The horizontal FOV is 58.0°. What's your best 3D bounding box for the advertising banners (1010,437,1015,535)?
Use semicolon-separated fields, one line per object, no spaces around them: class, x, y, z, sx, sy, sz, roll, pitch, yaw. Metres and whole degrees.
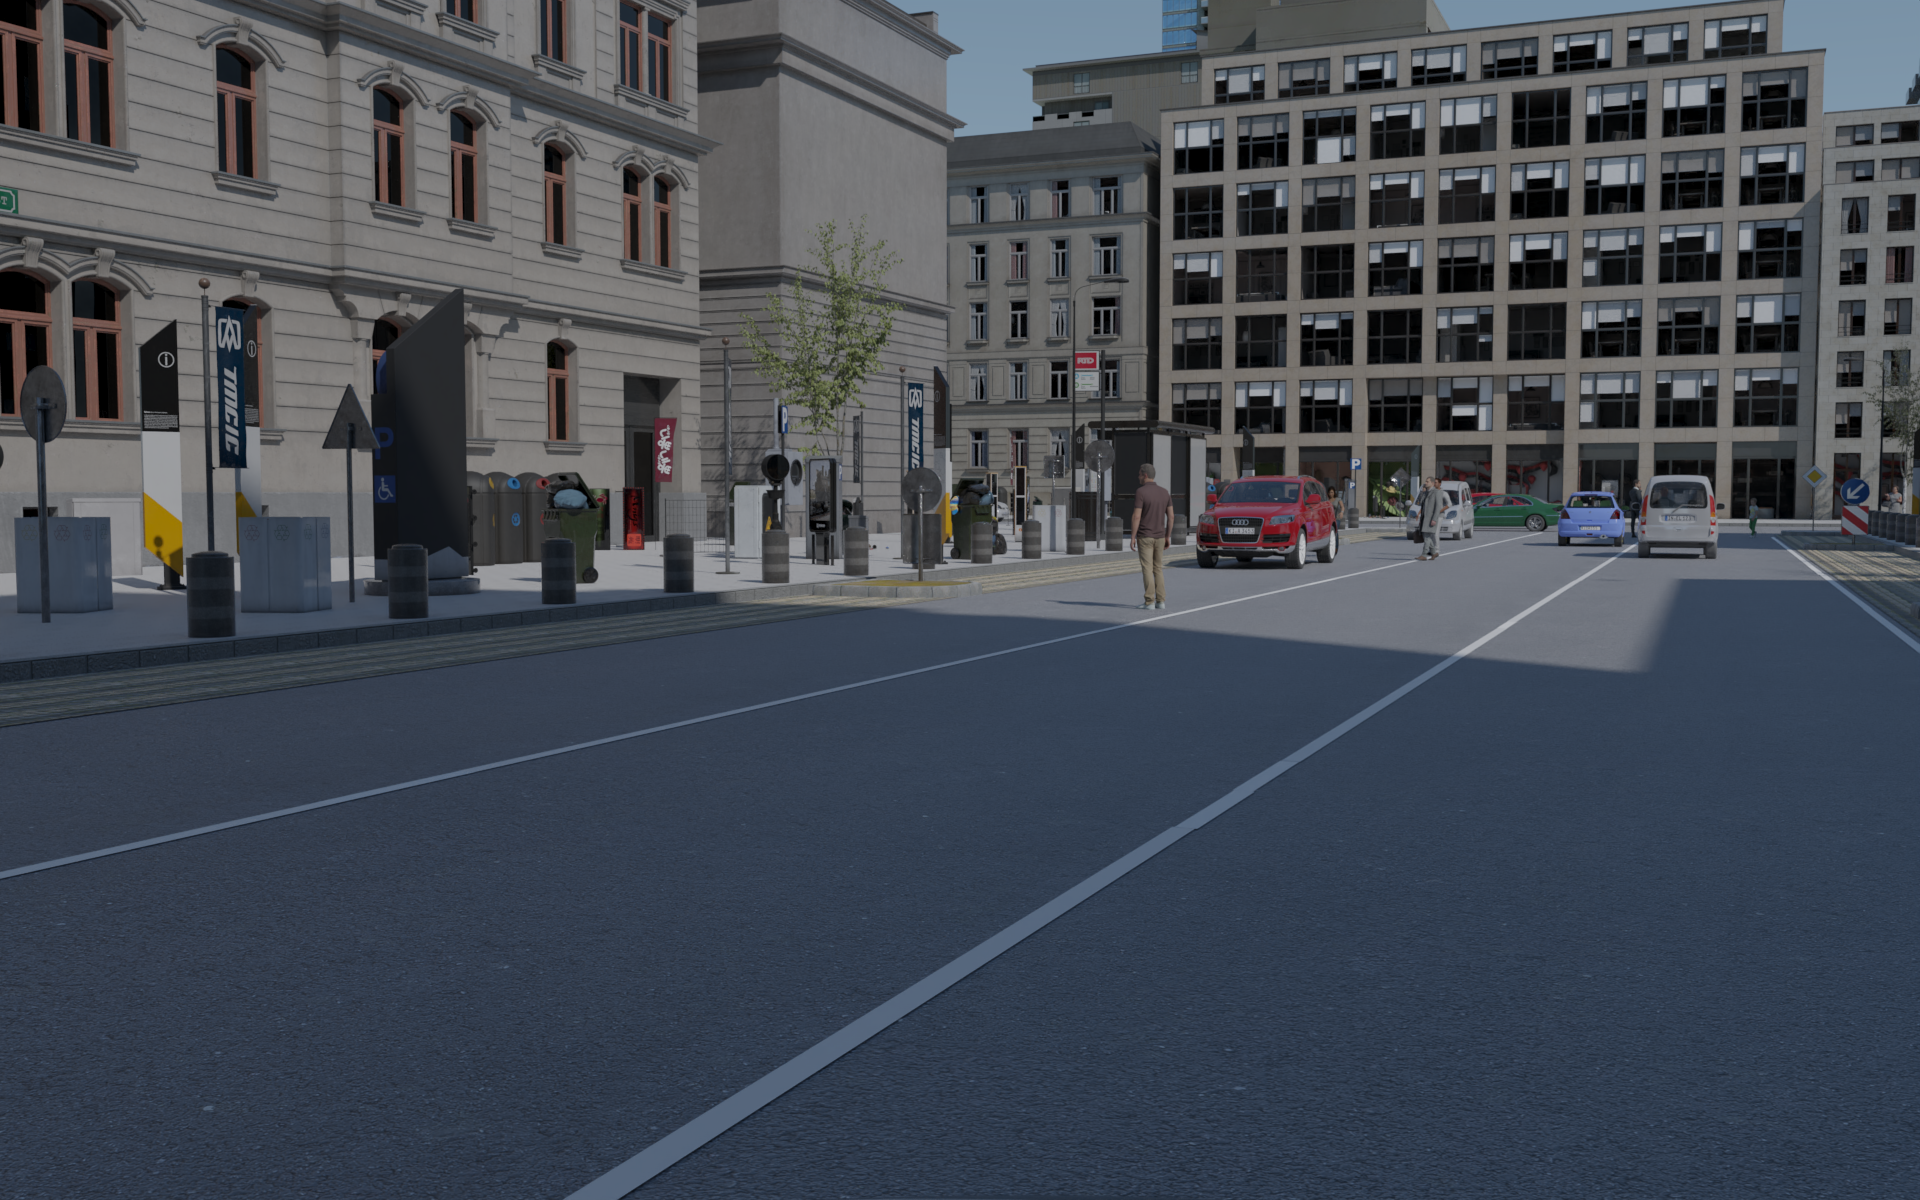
advertising banners;1.724;-3.546;54.172;0.090;3.025;2.074;1;4;10

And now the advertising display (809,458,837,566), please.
advertising display;-2.488;-1.598;31.347;0.123;1.923;0.974;-2;4;-28

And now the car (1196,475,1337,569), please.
car;6.252;-1.607;34.941;2.281;1.827;5.304;1;4;22

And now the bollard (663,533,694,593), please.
bollard;-3.676;-0.484;22.627;0.404;0.777;0.398;0;3;0

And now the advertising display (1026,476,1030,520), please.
advertising display;2.403;-3.489;62.261;0.123;1.923;0.974;0;4;7

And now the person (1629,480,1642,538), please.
person;22.307;-3.002;56.937;0.474;1.900;0.648;-1;4;-19

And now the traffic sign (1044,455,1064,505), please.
traffic sign;2.473;-2.672;45.815;0.606;2.300;0.079;2;4;31

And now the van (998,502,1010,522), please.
van;0.517;-5.033;89.295;4.112;2.044;2.013;2;4;23

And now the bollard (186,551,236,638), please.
bollard;-6.746;-0.054;15.600;0.404;0.777;0.398;0;3;0

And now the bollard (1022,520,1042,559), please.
bollard;1.420;-1.198;34.312;0.404;0.777;0.398;0;3;0

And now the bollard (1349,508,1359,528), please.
bollard;14.717;-3.061;64.768;0.404;0.777;0.398;0;3;0

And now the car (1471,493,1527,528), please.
car;22.457;-3.836;71.755;4.494;1.783;2.155;2;4;25

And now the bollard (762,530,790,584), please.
bollard;-2.657;-0.627;24.961;0.404;0.777;0.398;0;3;0

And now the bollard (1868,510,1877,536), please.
bollard;28.123;-2.341;52.986;0.404;0.777;0.398;0;3;0

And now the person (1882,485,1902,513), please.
person;37.891;-3.768;70.469;0.716;1.782;0.532;3;4;36

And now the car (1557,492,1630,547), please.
car;17.699;-2.378;48.476;1.945;1.707;3.694;1;4;22

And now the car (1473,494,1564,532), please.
car;21.014;-3.392;67.256;4.920;1.459;2.131;2;4;24

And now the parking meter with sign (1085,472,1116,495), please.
parking meter with sign;4.716;-3.986;61.431;1.738;3.016;0.543;1;4;15

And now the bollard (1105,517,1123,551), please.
bollard;3.469;-1.485;39.005;0.404;0.777;0.398;0;3;0

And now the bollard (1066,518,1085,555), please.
bollard;2.445;-1.342;36.655;0.404;0.777;0.398;0;3;0

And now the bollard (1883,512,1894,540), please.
bollard;26.086;-2.055;48.318;0.404;0.777;0.398;0;3;0

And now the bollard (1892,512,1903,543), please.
bollard;25.068;-1.912;45.974;0.404;0.777;0.398;0;3;0

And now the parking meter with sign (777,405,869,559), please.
parking meter with sign;-2.676;-2.317;34.137;1.738;3.016;0.543;0;4;7

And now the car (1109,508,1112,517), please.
car;9.137;-4.016;77.458;4.920;1.459;2.131;2;4;24

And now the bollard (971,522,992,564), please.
bollard;0.400;-1.056;31.978;0.404;0.777;0.398;0;3;0

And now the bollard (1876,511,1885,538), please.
bollard;27.104;-2.198;50.652;0.404;0.777;0.398;0;3;0

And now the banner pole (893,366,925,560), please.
banner pole;-0.979;-2.700;34.164;0.401;3.779;0.863;3;5;40

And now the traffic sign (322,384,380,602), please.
traffic sign;-7.201;-1.250;20.442;0.884;2.594;0.081;2;4;25

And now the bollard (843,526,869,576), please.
bollard;-1.637;-0.770;27.302;0.404;0.777;0.398;0;3;0

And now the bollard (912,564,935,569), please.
bollard;-0.622;-0.913;29.638;0.404;0.777;0.398;0;3;0

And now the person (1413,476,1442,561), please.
person;10.072;-1.757;37.325;0.767;1.812;0.694;-1;4;-20

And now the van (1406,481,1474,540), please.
van;15.257;-2.932;54.948;2.013;2.044;4.112;2;4;24

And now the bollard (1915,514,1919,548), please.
bollard;24.047;-1.769;43.641;0.404;0.777;0.398;0;3;0

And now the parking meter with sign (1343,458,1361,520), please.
parking meter with sign;19.326;-5.464;85.603;0.543;3.016;1.738;0;4;-2

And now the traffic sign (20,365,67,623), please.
traffic sign;-9.115;-1.045;17.199;0.768;2.556;0.104;2;4;30

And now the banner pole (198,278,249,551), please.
banner pole;-8.675;-1.857;20.381;0.401;3.779;0.863;1;4;18

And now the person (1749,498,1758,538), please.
person;25.955;-2.684;56.627;0.590;1.304;0.306;-3;5;-44

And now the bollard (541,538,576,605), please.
bollard;-4.701;-0.341;20.285;0.404;0.777;0.398;0;3;0

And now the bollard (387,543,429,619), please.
bollard;-5.720;-0.198;17.951;0.404;0.777;0.398;0;3;0

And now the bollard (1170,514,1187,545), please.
bollard;5.512;-1.772;43.688;0.404;0.777;0.398;0;3;0

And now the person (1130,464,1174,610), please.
person;2.372;-0.793;21.598;0.598;1.807;0.434;-1;4;-20

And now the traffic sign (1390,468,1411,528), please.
traffic sign;16.599;-3.770;65.274;0.795;2.450;0.064;2;4;23

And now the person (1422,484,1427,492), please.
person;14.029;-2.613;51.943;0.376;1.734;0.841;1;4;20

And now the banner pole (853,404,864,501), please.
banner pole;-2.832;-3.575;48.465;0.401;3.779;0.863;-2;4;-26

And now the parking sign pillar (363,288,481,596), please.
parking sign pillar;-6.951;-2.068;22.291;1.447;3.967;1.447;2;4;25

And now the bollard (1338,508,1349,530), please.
bollard;13.689;-2.917;62.411;0.404;0.777;0.398;0;3;0

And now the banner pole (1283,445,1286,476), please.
banner pole;16.590;-6.039;88.756;0.401;3.779;0.863;0;4;6

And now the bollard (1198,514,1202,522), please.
bollard;6.535;-1.915;46.025;0.404;0.777;0.398;0;3;0

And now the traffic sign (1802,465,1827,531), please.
traffic sign;29.420;-3.427;59.676;0.795;2.450;0.064;2;4;23

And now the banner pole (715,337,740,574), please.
banner pole;-3.734;-2.321;27.964;0.401;3.779;0.863;0;4;0

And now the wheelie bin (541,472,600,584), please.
wheelie bin;-5.595;-1.037;24.866;0.693;1.594;0.980;-3;4;-37

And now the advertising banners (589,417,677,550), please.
advertising banners;-7.485;-2.650;39.517;2.074;3.025;0.090;-1;4;-9

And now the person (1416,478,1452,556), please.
person;10.970;-1.929;40.184;0.789;1.805;0.875;-3;5;-40

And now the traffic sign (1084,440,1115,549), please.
traffic sign;3.257;-2.485;40.734;0.768;2.556;0.104;2;4;27

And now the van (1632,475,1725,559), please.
van;16.517;-2.008;39.846;2.013;2.044;4.112;1;4;22
